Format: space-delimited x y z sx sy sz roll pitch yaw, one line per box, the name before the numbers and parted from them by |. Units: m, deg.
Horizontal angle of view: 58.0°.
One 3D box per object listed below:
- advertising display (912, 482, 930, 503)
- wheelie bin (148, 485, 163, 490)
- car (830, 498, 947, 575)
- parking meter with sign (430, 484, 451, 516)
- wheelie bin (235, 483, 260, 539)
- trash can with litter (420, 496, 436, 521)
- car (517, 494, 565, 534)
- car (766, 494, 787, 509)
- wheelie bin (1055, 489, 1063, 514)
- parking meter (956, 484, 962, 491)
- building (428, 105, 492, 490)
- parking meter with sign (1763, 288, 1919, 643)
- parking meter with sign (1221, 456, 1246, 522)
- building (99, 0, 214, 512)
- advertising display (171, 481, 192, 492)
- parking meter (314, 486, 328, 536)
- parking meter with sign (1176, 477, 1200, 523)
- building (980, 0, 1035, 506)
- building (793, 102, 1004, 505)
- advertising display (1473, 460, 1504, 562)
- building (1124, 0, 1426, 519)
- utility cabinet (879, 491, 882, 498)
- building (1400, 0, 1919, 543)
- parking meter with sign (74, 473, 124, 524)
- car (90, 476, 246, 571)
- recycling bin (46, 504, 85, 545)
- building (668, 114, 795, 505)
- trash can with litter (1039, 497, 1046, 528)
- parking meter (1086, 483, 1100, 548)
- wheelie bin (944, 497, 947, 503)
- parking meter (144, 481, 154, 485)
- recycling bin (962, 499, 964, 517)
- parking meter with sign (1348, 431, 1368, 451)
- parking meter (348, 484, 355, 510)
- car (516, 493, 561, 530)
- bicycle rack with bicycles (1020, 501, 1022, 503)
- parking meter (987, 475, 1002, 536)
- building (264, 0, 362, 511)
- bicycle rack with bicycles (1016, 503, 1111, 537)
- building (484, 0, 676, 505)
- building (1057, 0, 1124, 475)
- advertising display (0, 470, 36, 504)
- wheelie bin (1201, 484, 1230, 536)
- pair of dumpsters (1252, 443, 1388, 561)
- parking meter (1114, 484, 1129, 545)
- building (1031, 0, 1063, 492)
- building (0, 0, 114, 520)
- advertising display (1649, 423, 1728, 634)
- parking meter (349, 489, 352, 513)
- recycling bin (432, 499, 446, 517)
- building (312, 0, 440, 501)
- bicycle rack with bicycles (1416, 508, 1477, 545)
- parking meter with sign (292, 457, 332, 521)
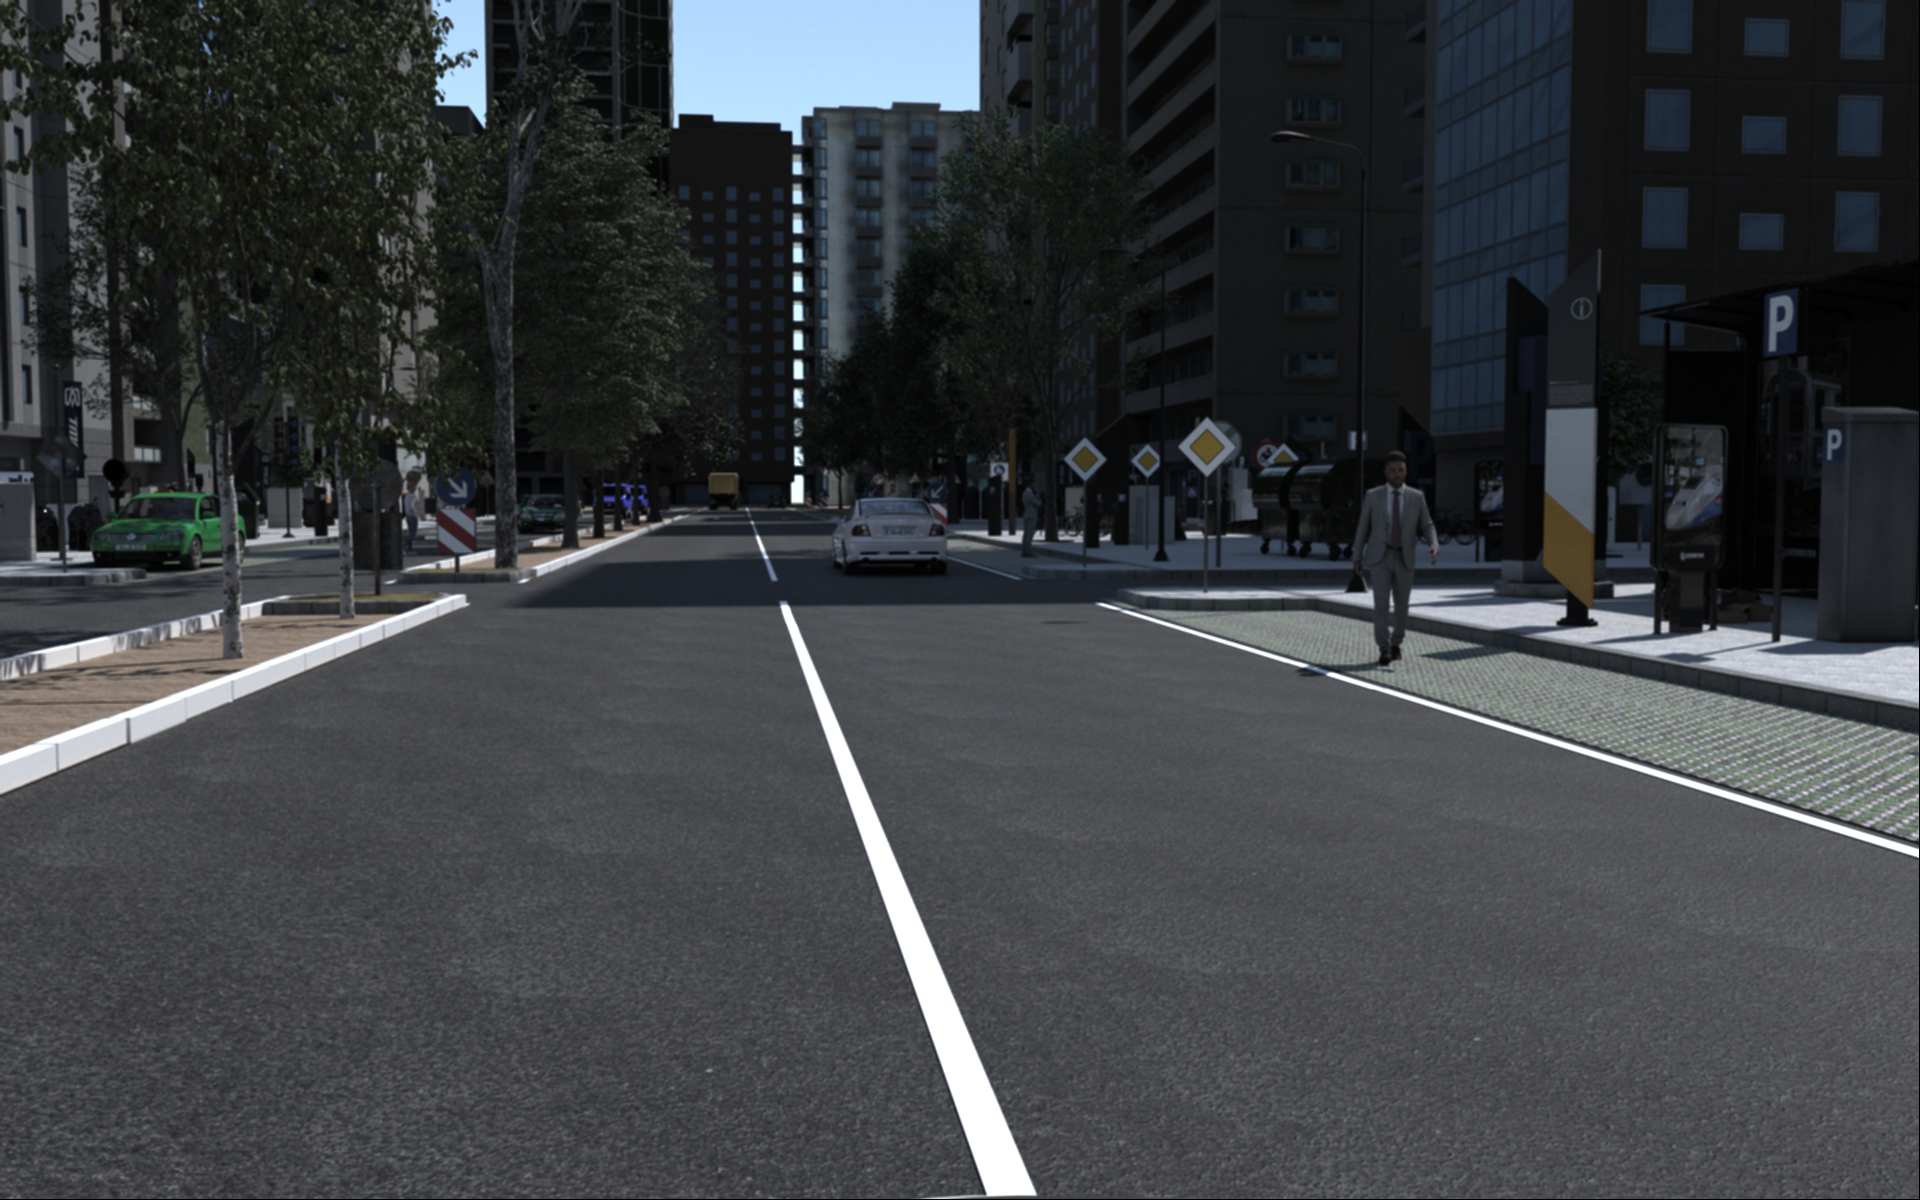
advertising display | -2.054 -5.287 91.655 0.974 1.923 0.123 -2 4 -23
wheelie bin | -28.624 -3.279 61.518 0.693 1.594 0.980 1 4 12
car | -1.341 -1.208 32.114 2.083 1.381 4.827 0 4 -8
parking meter with sign | -30.650 -6.432 101.419 1.738 3.016 0.543 -3 5 -40
wheelie bin | -20.284 -2.526 49.201 0.693 1.594 0.980 -1 4 -13
trash can with litter | -24.692 -4.341 82.036 2.233 1.210 1.678 -1 4 -9
car | -15.237 -3.200 64.112 2.131 1.459 4.920 -1 4 -9
car | -17.994 -9.792 169.882 2.009 1.686 4.222 0 4 -7
wheelie bin | 5.924 -5.929 104.840 0.693 1.594 0.980 2 4 26
parking meter | -0.135 -5.523 96.018 0.399 1.863 0.255 -2 4 -31
building | -67.229 -35.617 206.031 21.600 48.544 21.300 0 4 -7
parking meter with sign | 7.920 -1.147 15.015 1.738 3.016 0.543 0 4 -3
parking meter with sign | 12.239 -5.095 79.562 1.738 3.016 0.543 -1 4 -18
building | -46.826 -24.590 85.647 14.154 41.232 14.086 0 4 -7
advertising display | -38.700 -4.949 86.126 0.974 1.923 0.123 0 4 -4
parking meter | -19.414 -2.703 52.609 0.372 1.533 0.369 0 3 0
parking meter with sign | 10.247 -4.944 77.101 1.738 3.016 0.543 -1 4 -20
building | 16.788 -34.661 155.949 28.713 52.752 27.495 0 4 -7
building | -5.672 -36.395 214.667 30.456 49.044 23.786 0 4 -7
advertising display | 10.104 -1.685 32.769 0.974 1.923 0.123 -2 4 -31
building | 21.590 -28.746 93.706 21.300 48.544 21.600 0 4 -7
utility cabinet | -5.005 -5.752 102.728 0.318 1.500 1.173 2 4 24
building | 22.807 -24.562 51.694 14.200 45.320 14.600 0 4 -7
parking meter with sign | -30.763 -4.019 61.978 1.738 3.016 0.543 -1 4 -11
car | -15.228 -1.509 33.465 1.959 1.807 4.718 0 4 -7
recycling bin | -22.782 -1.938 44.246 0.722 1.027 0.722 1 4 14
building | -27.323 -34.123 208.018 14.200 45.320 14.600 0 4 -7
trash can with litter | 3.171 -3.276 64.945 0.624 1.170 1.055 0 4 5
parking meter | 3.130 -2.004 41.179 0.372 1.533 0.369 0 3 0
wheelie bin | -0.593 -5.091 91.139 0.980 1.594 0.693 -1 4 -16
parking meter | -37.474 -4.550 80.096 0.399 1.863 0.255 1 4 19
recycling bin | -0.261 -5.230 98.065 0.722 1.027 0.722 3 5 41
parking meter with sign | 11.295 -3.190 48.412 0.543 3.016 1.738 2 4 26
parking meter | -35.182 -5.777 100.168 0.255 1.863 0.399 1 4 10
car | -16.987 -3.649 69.448 2.009 1.686 4.222 -1 4 -8
bicycle rack with bicycles | 3.529 -3.002 62.467 2.852 0.926 2.925 1 4 9
parking meter | 1.065 -2.902 53.161 0.399 1.863 0.255 3 5 41
building | -52.822 -48.981 113.507 22.319 86.520 31.000 0 4 -7
bicycle rack with bicycles | 3.693 -2.411 52.802 2.852 0.926 2.925 -2 4 -33
building | -44.933 -47.065 207.760 20.611 71.187 20.563 0 4 -7
building | 14.859 -28.702 119.387 14.600 45.320 14.200 0 4 -7
advertising display | -25.466 -2.539 46.720 0.974 1.923 0.123 -2 4 -34
wheelie bin | 7.901 -2.791 53.540 0.693 1.594 0.980 -2 4 -27
pair of dumpsters | 7.290 -1.988 35.004 1.574 2.255 4.437 0 4 -7
parking meter | 4.069 -2.150 43.559 0.372 1.533 0.369 0 3 0
building | 12.396 -27.513 133.430 14.154 41.232 14.086 0 4 -7
building | -44.330 -31.444 56.109 21.231 58.520 28.212 0 4 -7
advertising display | 6.754 -0.663 16.058 0.974 1.923 0.123 -2 4 -33
parking meter | -28.373 -4.392 80.220 0.372 1.533 0.369 0 3 0
recycling bin | -29.402 -5.205 97.655 0.722 1.027 0.722 -1 4 -12
building | -59.938 -34.078 146.407 27.495 52.752 28.713 0 4 -7
bicycle rack with bicycles | 12.256 -1.906 44.540 2.852 0.926 2.925 -2 4 -28
parking meter with sign | -30.806 -5.271 82.435 0.543 3.016 1.738 3 5 40
